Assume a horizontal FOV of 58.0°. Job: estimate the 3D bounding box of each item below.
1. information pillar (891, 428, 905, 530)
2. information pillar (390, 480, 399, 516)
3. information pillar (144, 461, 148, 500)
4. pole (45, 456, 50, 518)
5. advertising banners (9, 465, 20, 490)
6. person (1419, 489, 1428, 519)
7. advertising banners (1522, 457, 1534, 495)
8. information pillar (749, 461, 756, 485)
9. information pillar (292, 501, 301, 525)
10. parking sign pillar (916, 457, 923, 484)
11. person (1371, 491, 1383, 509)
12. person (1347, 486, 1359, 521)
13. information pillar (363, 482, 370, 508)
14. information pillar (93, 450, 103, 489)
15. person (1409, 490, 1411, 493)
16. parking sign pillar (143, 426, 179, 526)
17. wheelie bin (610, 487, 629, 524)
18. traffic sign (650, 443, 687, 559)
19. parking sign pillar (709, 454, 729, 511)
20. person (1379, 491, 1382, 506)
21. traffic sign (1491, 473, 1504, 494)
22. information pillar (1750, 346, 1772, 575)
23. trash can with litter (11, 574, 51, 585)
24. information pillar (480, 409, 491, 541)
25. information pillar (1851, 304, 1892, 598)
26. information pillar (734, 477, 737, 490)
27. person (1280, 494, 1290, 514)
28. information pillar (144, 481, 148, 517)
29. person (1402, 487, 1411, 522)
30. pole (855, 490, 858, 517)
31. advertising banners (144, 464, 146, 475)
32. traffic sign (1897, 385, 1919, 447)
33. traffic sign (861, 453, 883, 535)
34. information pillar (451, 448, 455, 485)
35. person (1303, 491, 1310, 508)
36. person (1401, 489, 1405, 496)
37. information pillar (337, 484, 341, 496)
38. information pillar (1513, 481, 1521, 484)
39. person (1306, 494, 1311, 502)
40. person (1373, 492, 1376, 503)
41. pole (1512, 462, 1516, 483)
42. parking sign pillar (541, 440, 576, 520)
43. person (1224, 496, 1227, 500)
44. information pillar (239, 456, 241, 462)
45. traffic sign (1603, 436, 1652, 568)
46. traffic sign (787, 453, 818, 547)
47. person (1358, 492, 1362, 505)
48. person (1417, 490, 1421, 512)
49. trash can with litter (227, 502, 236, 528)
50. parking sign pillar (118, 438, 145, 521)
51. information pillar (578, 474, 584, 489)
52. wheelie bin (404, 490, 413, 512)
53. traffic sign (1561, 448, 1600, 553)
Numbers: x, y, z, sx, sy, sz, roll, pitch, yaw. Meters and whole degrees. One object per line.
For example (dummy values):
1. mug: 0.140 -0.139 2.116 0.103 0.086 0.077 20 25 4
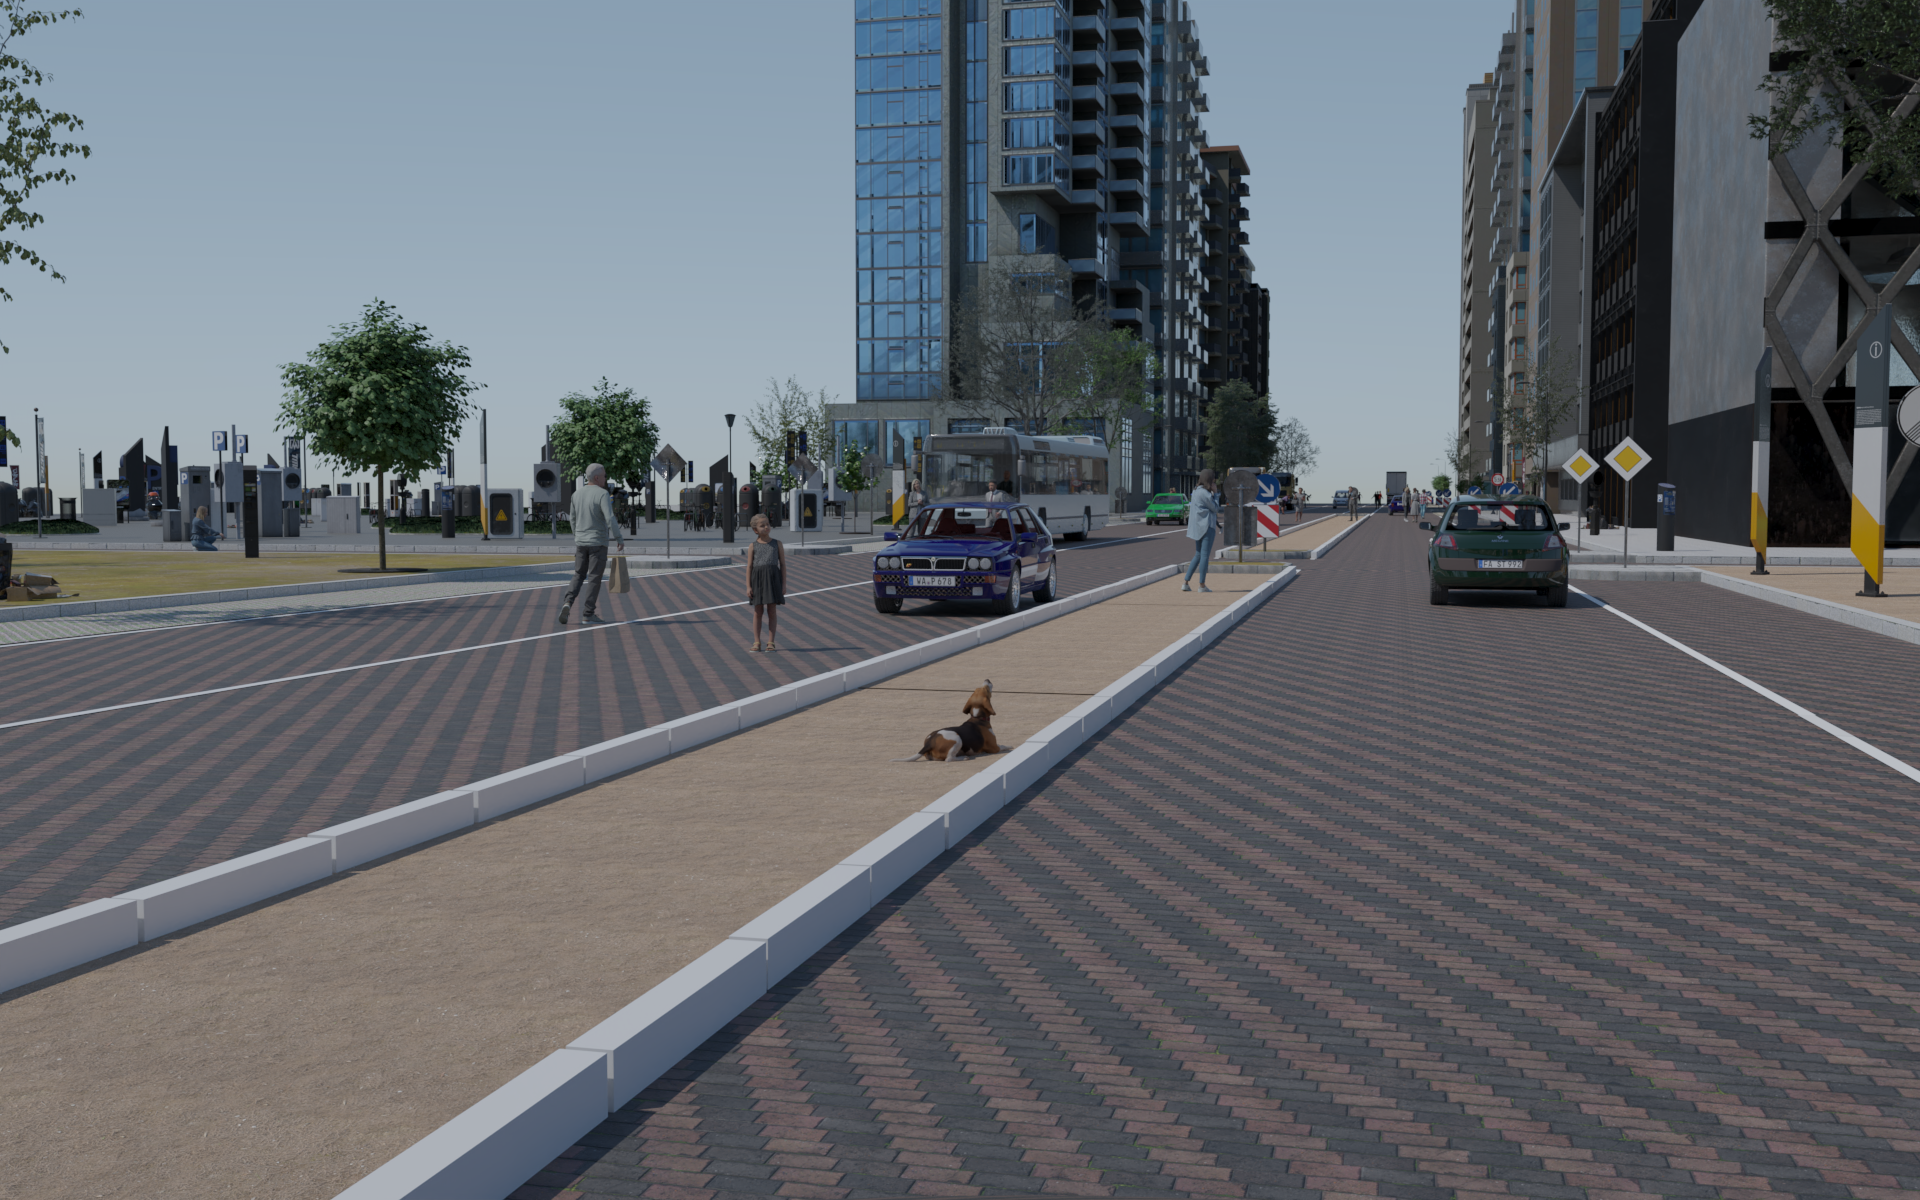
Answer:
1. information pillar: -2.173 -4.265 61.088 0.504 3.616 0.183 2 4 35
2. information pillar: -28.680 -5.096 87.812 0.304 2.012 0.304 2 4 24
3. information pillar: -53.603 -7.492 113.850 0.183 3.616 0.504 1 4 14
4. pole: -48.387 -5.990 91.774 0.158 3.312 0.155 0 3 0
5. advertising banners: -56.061 -6.617 104.368 2.074 3.025 0.090 -2 4 -26
6. person: 26.846 -5.571 100.417 0.563 1.720 0.643 3 5 45
7. advertising banners: 26.551 -5.189 81.034 0.090 3.025 2.074 0 4 5
8. information pillar: -14.539 -7.960 121.501 0.504 3.616 0.183 -1 4 -22
9. information pillar: -26.631 -3.964 69.302 0.304 2.012 0.304 2 4 30
10. parking sign pillar: -1.762 -6.548 95.532 1.447 3.967 1.447 0 4 -6
11. person: 39.442 -9.442 163.700 1.217 1.723 0.721 2 4 31
12. person: 20.562 -5.038 90.673 0.655 1.846 0.447 3 5 41
13. information pillar: -36.910 -6.317 107.780 0.304 2.012 0.304 -3 5 -42
14. information pillar: -45.913 -6.174 92.298 0.183 3.616 0.504 2 4 33
15. person: 45.266 -10.140 174.295 1.348 1.824 0.705 3 5 44
16. parking sign pillar: -31.544 -4.932 69.103 1.447 3.967 1.447 -2 4 -32
17. wheelie bin: -14.715 -4.099 74.928 0.693 1.594 0.980 2 4 28
18. traffic sign: -5.781 -1.876 34.308 0.795 2.450 0.064 1 4 14
19. parking sign pillar: -16.265 -7.865 117.061 1.447 3.967 1.447 0 4 4
20. person: 49.926 -12.085 206.019 0.705 1.831 1.348 -1 4 -15
21. traffic sign: 32.771 -6.452 105.598 0.768 2.556 0.104 1 4 16
22. information pillar: 12.668 -2.203 27.377 0.183 3.616 0.504 3 5 44
23. trash can with litter: -14.022 -0.813 24.354 2.233 1.210 1.678 -1 4 -11
24. information pillar: -13.148 -3.455 47.836 0.183 3.616 0.504 -2 4 -28
25. information pillar: 11.366 -1.850 21.603 0.183 3.616 0.504 -1 4 -13
26. information pillar: -9.987 -4.380 76.101 0.304 2.012 0.304 1 4 22
27. person: 22.787 -6.706 121.376 0.697 1.427 0.421 0 4 6
28. information pillar: -46.492 -5.756 98.597 0.304 2.012 0.304 2 4 26
29. person: 23.318 -4.980 90.108 0.709 1.800 0.728 0 4 -8
30. pole: -5.772 -6.263 96.239 0.158 3.312 0.155 0 3 0
31. advertising banners: -49.018 -6.474 102.042 2.074 3.025 0.090 0 4 -5
32. traffic sign: 11.000 -1.193 19.609 0.768 2.556 0.104 1 4 18
33. traffic sign: -2.756 -3.299 54.040 0.768 2.556 0.104 1 4 21
34. information pillar: -25.952 -5.948 88.608 0.183 3.616 0.504 -2 4 -31
35. person: 36.341 -10.663 182.925 1.350 1.814 0.705 0 4 7
36. person: 34.457 -7.717 134.537 0.709 1.838 0.599 -1 4 -15
37. information pillar: -43.301 -7.121 120.920 0.304 2.012 0.304 0 4 4
38. information pillar: 31.116 -5.648 96.838 0.304 2.012 0.304 -3 4 -39
39. person: 49.178 -14.208 243.987 0.799 1.438 0.628 1 4 12
40. person: 63.721 -15.711 265.396 0.705 1.821 1.348 -2 4 -28
41. pole: 34.715 -7.018 108.579 0.158 3.312 0.155 0 3 0
42. parking sign pillar: -15.631 -4.833 67.498 1.447 3.967 1.447 1 4 17
43. person: 22.520 -8.199 145.743 0.628 1.438 0.799 1 4 15
44. information pillar: -44.224 -7.051 106.633 0.183 3.616 0.504 -3 4 -37
45. traffic sign: 11.514 -1.607 29.922 0.795 2.450 0.064 1 4 14
46. traffic sign: -3.820 -2.349 42.049 0.795 2.450 0.064 1 4 14
47. person: 54.220 -13.831 235.319 0.721 1.739 1.217 -2 4 -35
48. person: 37.569 -8.119 141.688 0.683 1.767 0.568 -1 4 -10
49. trash can with litter: -27.363 -3.365 66.073 1.678 1.210 2.233 -1 4 -14
50. parking sign pillar: -39.293 -5.729 82.147 1.447 3.967 1.447 1 4 11
51. information pillar: -17.711 -5.483 81.007 0.183 3.616 0.504 -3 5 -41
52. wheelie bin: -40.055 -7.194 125.524 0.693 1.594 0.980 1 4 9
53. traffic sign: 13.475 -2.081 37.664 0.795 2.450 0.064 1 4 14
